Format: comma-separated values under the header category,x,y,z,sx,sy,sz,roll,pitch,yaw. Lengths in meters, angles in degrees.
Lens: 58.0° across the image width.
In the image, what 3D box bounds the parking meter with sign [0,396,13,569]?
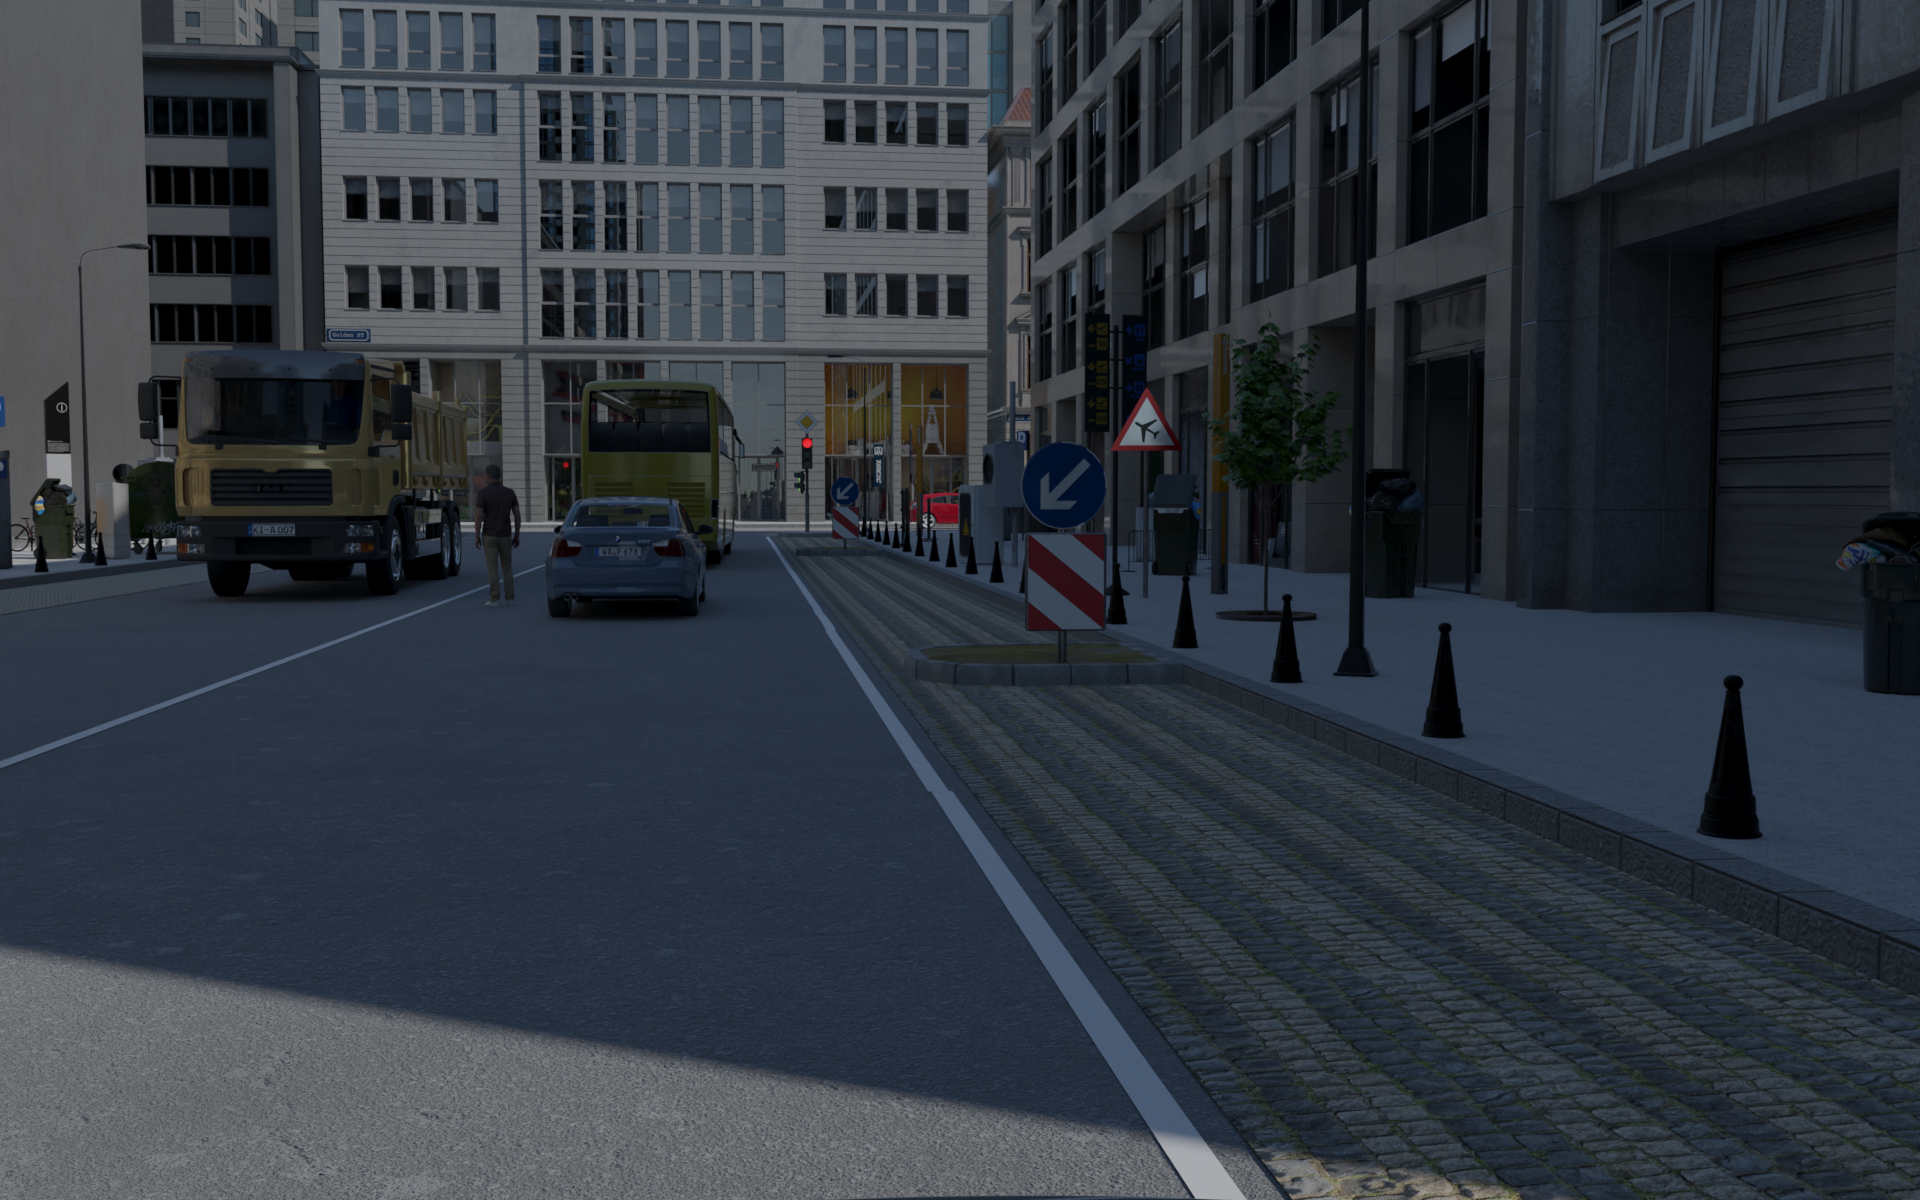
category,x,y,z,sx,sy,sz,roll,pitch,yaw
parking meter with sign,-16.784,-2.068,30.072,0.543,3.016,1.738,-2,4,-33

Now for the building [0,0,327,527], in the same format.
category,x,y,z,sx,sy,sz,roll,pitch,yaw
building,-43.853,-15.990,80.500,30.058,24.678,14.314,0,4,-7

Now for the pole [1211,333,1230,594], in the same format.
category,x,y,z,sx,sy,sz,roll,pitch,yaw
pole,3.328,-1.730,22.127,0.158,3.312,0.155,0,3,0

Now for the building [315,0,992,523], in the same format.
category,x,y,z,sx,sy,sz,roll,pitch,yaw
building,-14.033,-18.693,83.116,29.804,29.767,11.434,0,4,-7

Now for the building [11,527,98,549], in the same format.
category,x,y,z,sx,sy,sz,roll,pitch,yaw
building,-37.486,-13.655,42.332,30.058,24.678,14.314,0,4,-7

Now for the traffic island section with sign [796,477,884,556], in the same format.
category,x,y,z,sx,sy,sz,roll,pitch,yaw
traffic island section with sign,-2.845,-1.955,40.600,1.989,1.847,2.006,0,4,-7

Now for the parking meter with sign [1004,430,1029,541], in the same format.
category,x,y,z,sx,sy,sz,roll,pitch,yaw
parking meter with sign,1.000,-3.119,47.264,1.738,3.016,0.543,-2,4,-28

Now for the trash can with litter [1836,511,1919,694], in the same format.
category,x,y,z,sx,sy,sz,roll,pitch,yaw
trash can with litter,6.221,-0.001,11.397,0.624,1.170,1.055,3,5,40

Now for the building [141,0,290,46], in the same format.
category,x,y,z,sx,sy,sz,roll,pitch,yaw
building,-87.883,-46.141,192.653,20.611,71.187,20.563,0,4,-7

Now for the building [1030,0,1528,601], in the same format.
category,x,y,z,sx,sy,sz,roll,pitch,yaw
building,13.880,-14.276,37.928,19.350,26.468,34.151,0,4,-7

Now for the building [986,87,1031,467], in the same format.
category,x,y,z,sx,sy,sz,roll,pitch,yaw
building,11.248,-15.316,86.566,21.152,22.565,11.583,0,4,-7

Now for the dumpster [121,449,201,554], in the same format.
category,x,y,z,sx,sy,sz,roll,pitch,yaw
dumpster,-17.133,-2.146,37.584,1.502,2.255,1.985,0,4,-7

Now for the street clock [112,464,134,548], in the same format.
category,x,y,z,sx,sy,sz,roll,pitch,yaw
street clock,-19.863,-2.240,41.191,0.471,2.002,0.358,-1,4,-17

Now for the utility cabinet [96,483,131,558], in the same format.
category,x,y,z,sx,sy,sz,roll,pitch,yaw
utility cabinet,-16.821,-1.575,34.427,0.318,1.500,1.173,-3,5,-40

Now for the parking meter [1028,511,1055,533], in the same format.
category,x,y,z,sx,sy,sz,roll,pitch,yaw
parking meter,1.130,-0.958,24.072,0.372,1.533,0.369,0,3,0

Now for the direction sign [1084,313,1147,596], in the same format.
category,x,y,z,sx,sy,sz,roll,pitch,yaw
direction sign,1.965,-1.828,21.891,0.876,3.537,0.379,-2,4,-23

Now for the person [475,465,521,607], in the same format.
category,x,y,z,sx,sy,sz,roll,pitch,yaw
person,-5.927,-0.829,22.186,0.598,1.807,0.434,-2,4,-26

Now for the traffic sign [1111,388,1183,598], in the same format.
category,x,y,z,sx,sy,sz,roll,pitch,yaw
traffic sign,2.292,-1.305,21.338,0.884,2.594,0.081,0,3,0

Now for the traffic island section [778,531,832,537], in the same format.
category,x,y,z,sx,sy,sz,roll,pitch,yaw
traffic island section,-5.113,-2.203,58.293,2.009,0.180,2.903,0,4,-7

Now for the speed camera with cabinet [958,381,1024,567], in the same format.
category,x,y,z,sx,sy,sz,roll,pitch,yaw
speed camera with cabinet,0.537,-2.249,31.113,0.660,3.252,2.038,-1,4,-18

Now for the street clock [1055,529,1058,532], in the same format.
category,x,y,z,sx,sy,sz,roll,pitch,yaw
street clock,1.504,-1.421,27.807,0.471,2.002,0.358,-1,4,-23

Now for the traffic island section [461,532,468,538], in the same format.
category,x,y,z,sx,sy,sz,roll,pitch,yaw
traffic island section,-17.306,-2.108,56.742,2.009,0.180,2.903,0,4,-7

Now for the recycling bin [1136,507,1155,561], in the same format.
category,x,y,z,sx,sy,sz,roll,pitch,yaw
recycling bin,3.716,-1.247,32.936,0.722,1.027,0.722,0,4,7

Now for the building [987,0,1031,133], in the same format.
category,x,y,z,sx,sy,sz,roll,pitch,yaw
building,-1.779,-33.720,170.928,23.786,49.044,30.456,0,4,-7

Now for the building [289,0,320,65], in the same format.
category,x,y,z,sx,sy,sz,roll,pitch,yaw
building,-45.961,-43.569,150.600,20.563,71.187,20.611,0,4,-7

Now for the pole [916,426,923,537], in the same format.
category,x,y,z,sx,sy,sz,roll,pitch,yaw
pole,-1.209,-3.549,51.877,0.158,3.312,0.155,0,3,0

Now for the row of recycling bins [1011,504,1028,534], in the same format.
category,x,y,z,sx,sy,sz,roll,pitch,yaw
row of recycling bins,2.250,-3.014,56.390,1.069,1.692,3.534,-1,4,-23

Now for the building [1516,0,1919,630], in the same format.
category,x,y,z,sx,sy,sz,roll,pitch,yaw
building,13.515,-11.728,9.776,12.078,24.808,19.932,0,4,-7

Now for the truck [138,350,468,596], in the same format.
category,x,y,z,sx,sy,sz,roll,pitch,yaw
truck,-9.531,-1.872,26.530,3.469,3.379,9.791,0,4,-8

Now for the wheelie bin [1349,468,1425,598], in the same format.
category,x,y,z,sx,sy,sz,roll,pitch,yaw
wheelie bin,5.330,-0.831,21.494,0.980,1.594,0.693,-1,4,-22

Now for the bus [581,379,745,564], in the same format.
category,x,y,z,sx,sy,sz,roll,pitch,yaw
bus,-6.338,-2.846,38.080,2.896,3.916,12.252,0,4,-6

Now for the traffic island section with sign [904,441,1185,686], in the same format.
category,x,y,z,sx,sy,sz,roll,pitch,yaw
traffic island section with sign,0.584,-0.317,13.809,1.989,1.847,2.006,0,4,-7

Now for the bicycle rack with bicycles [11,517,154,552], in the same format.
category,x,y,z,sx,sy,sz,roll,pitch,yaw
bicycle rack with bicycles,-19.587,-1.581,39.228,2.925,0.926,2.852,1,4,12

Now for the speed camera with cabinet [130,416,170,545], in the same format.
category,x,y,z,sx,sy,sz,roll,pitch,yaw
speed camera with cabinet,-20.854,-3.031,43.888,2.038,3.252,0.660,2,4,27
